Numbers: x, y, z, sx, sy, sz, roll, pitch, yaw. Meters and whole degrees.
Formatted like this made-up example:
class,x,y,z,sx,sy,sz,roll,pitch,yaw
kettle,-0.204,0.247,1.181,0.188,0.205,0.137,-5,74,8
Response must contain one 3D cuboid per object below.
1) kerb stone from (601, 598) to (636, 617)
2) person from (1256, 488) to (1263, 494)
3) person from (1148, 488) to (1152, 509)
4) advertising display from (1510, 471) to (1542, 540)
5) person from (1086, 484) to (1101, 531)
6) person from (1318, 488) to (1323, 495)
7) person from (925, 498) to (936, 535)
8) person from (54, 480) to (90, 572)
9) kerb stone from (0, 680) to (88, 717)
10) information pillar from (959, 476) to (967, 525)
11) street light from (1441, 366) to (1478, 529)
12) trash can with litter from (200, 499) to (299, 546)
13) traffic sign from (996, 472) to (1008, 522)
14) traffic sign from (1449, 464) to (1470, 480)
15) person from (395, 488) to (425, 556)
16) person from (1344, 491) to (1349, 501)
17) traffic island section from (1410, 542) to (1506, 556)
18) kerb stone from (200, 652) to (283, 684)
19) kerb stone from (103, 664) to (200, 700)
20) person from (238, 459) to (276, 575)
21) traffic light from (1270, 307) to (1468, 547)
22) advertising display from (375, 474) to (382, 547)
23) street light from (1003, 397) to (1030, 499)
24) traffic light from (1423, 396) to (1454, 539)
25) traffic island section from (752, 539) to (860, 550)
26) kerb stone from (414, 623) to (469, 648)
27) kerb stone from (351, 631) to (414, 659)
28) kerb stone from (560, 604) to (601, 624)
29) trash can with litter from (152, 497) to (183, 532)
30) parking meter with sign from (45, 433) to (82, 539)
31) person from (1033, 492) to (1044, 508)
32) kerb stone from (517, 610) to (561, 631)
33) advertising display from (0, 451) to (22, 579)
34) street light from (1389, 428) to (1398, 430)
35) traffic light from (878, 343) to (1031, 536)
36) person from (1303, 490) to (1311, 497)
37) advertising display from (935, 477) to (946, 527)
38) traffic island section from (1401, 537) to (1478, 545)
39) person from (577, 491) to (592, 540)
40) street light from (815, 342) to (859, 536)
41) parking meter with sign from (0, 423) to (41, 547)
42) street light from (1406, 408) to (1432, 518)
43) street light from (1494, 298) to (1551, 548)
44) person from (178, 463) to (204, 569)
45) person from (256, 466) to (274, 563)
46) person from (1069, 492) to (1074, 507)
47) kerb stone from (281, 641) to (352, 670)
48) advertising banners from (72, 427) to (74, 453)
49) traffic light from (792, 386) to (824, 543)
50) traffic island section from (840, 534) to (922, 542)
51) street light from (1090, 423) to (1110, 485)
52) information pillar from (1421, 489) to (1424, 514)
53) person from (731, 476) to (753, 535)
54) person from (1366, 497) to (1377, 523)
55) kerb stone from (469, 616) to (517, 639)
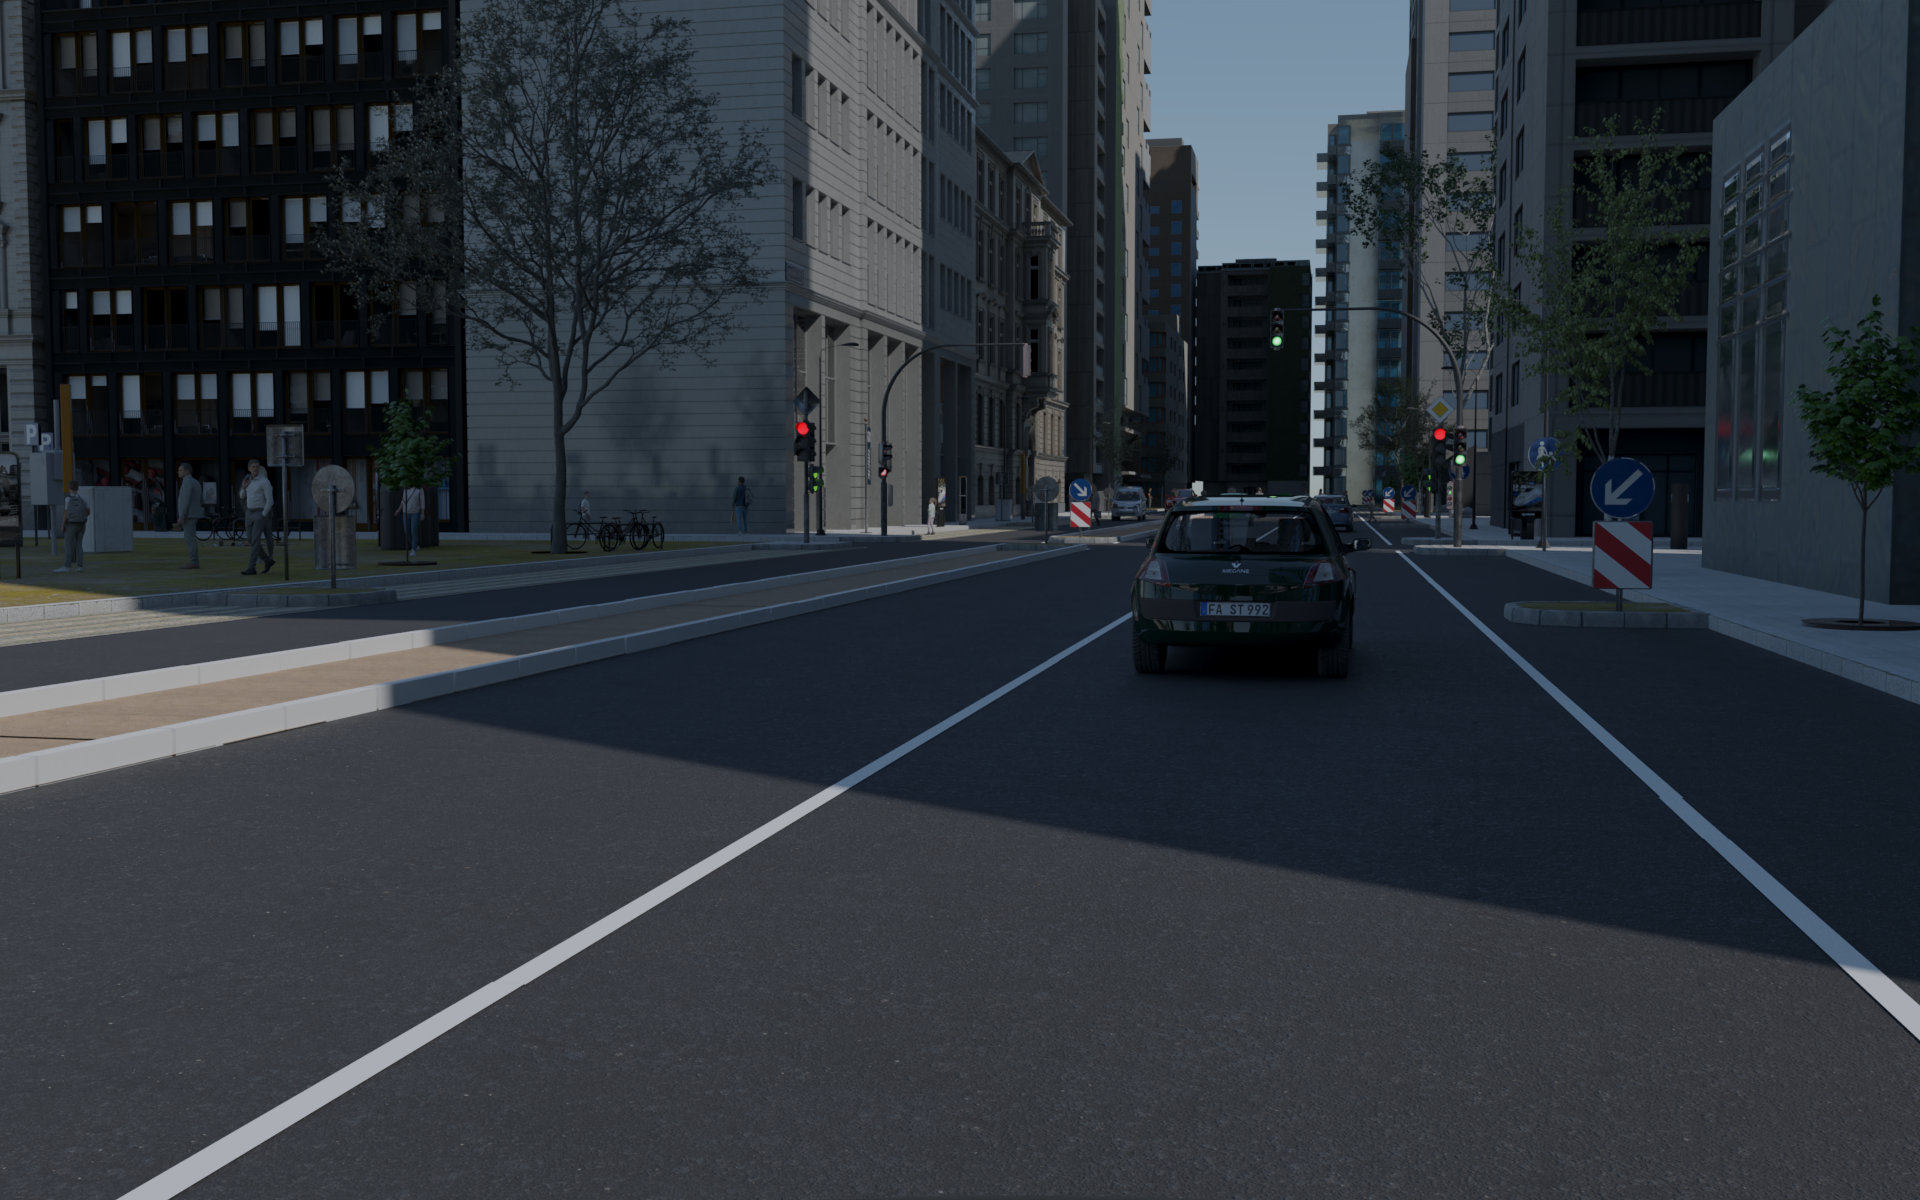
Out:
class,x,y,z,sx,sy,sz,roll,pitch,yaw
kerb stone,-4.119,0.112,20.485,0.120,0.150,1.000,1,4,12
person,16.929,-5.477,98.324,0.520,1.790,0.573,-1,4,-12
person,16.316,-8.720,148.624,0.705,1.822,1.348,1,4,13
advertising display,15.920,-2.651,48.562,0.974,1.923,0.123,0,4,-4
person,5.179,-3.525,66.316,0.728,1.800,0.709,-3,5,-45
person,25.127,-6.849,120.491,0.388,1.821,0.555,2,4,35
person,-1.032,-2.907,60.309,0.394,1.301,0.425,1,4,12
person,-14.589,-1.214,28.491,0.523,1.515,0.503,0,4,-4
kerb stone,-6.077,0.656,11.463,0.120,0.150,1.000,1,4,12
information pillar,0.117,-4.126,71.949,0.304,2.012,0.304,-1,4,-9
street light,18.136,-5.525,62.873,1.470,5.913,1.316,1,4,12
trash can with litter,-17.599,-1.947,42.893,2.233,1.210,1.678,-1,4,-19
traffic sign,1.944,-4.799,80.588,0.606,2.300,0.079,1,4,14
traffic sign,18.863,-3.997,65.459,0.768,2.556,0.104,1,4,20
person,-11.360,-1.783,35.869,0.731,1.740,0.598,0,4,6
person,32.779,-8.422,147.001,0.445,1.727,0.742,1,4,20
traffic island section,12.037,-1.198,41.869,2.009,0.180,2.903,1,4,12
kerb stone,-5.638,0.537,13.463,0.120,0.150,1.000,1,4,12
kerb stone,-5.860,0.596,12.465,0.120,0.150,1.000,1,4,12
person,-11.282,-1.320,27.730,0.679,1.850,0.850,1,4,19
traffic light,9.937,-4.122,42.064,4.771,5.953,1.251,1,4,12
advertising display,-14.239,-2.279,42.477,0.123,1.923,0.974,-1,4,-23
street light,2.645,-6.738,82.708,1.470,5.913,1.316,1,4,12
traffic light,13.688,-3.709,49.568,0.839,4.253,0.868,1,4,12
traffic island section,-4.033,-1.410,45.336,2.009,0.180,2.903,1,4,12
kerb stone,-4.995,0.350,16.473,0.120,0.150,1.000,1,4,12
kerb stone,-5.212,0.412,15.466,0.120,0.150,1.000,1,4,12
kerb stone,-4.335,0.166,19.479,0.120,0.150,1.000,1,4,12
trash can with litter,-26.851,-2.898,58.766,1.055,1.170,0.624,-1,4,-17
parking meter with sign,-25.735,-3.288,50.016,0.543,3.016,1.738,1,4,14
person,3.315,-3.940,72.790,0.514,1.842,0.818,0,4,8
kerb stone,-4.564,0.233,18.483,0.120,0.150,1.000,1,4,12
advertising display,-14.679,-1.275,26.057,0.974,1.923,0.123,-2,4,-31
street light,31.047,-9.171,122.479,1.470,5.913,1.316,1,4,12
traffic light,-0.245,-4.766,52.591,4.771,5.953,1.251,1,4,12
person,26.247,-7.481,131.596,1.217,1.735,0.721,3,5,44
advertising display,-0.756,-3.797,67.302,0.123,1.923,0.974,1,4,18
traffic island section,13.725,-1.675,49.674,2.009,0.180,2.903,1,4,12
person,-11.294,-2.524,52.361,0.523,1.515,0.503,-2,4,-25
street light,-3.773,-4.936,53.240,1.470,5.913,1.316,1,4,12
parking meter with sign,-23.164,-2.791,41.892,0.543,3.016,1.738,2,4,28
street light,24.644,-7.368,93.009,1.470,5.913,1.316,1,4,12
street light,13.319,-4.191,41.065,1.470,5.913,1.316,1,4,12
person,-13.230,-1.444,29.758,0.391,1.810,0.635,-1,4,-15
person,-13.114,-1.598,32.351,0.537,1.800,0.526,-1,4,-23
person,8.031,-7.150,123.515,0.524,1.755,0.480,-3,4,-36
kerb stone,-5.436,0.478,14.469,0.120,0.150,1.000,1,4,12
advertising banners,-20.092,-2.631,39.212,0.090,3.025,2.074,-2,4,-25
traffic light,-3.996,-3.442,45.193,0.839,4.253,0.868,1,4,12
traffic island section,-2.345,-1.887,53.141,2.009,0.180,2.903,1,4,12
street light,9.045,-8.570,112.658,1.470,5.913,1.316,1,4,12
information pillar,30.445,-6.687,113.829,0.304,2.012,0.304,-1,4,-12
person,-6.775,-2.898,53.416,0.794,1.824,0.713,0,4,-7
person,20.696,-4.546,87.093,0.640,1.303,0.475,3,5,42
kerb stone,-4.778,0.289,17.472,0.120,0.150,1.000,1,4,12
